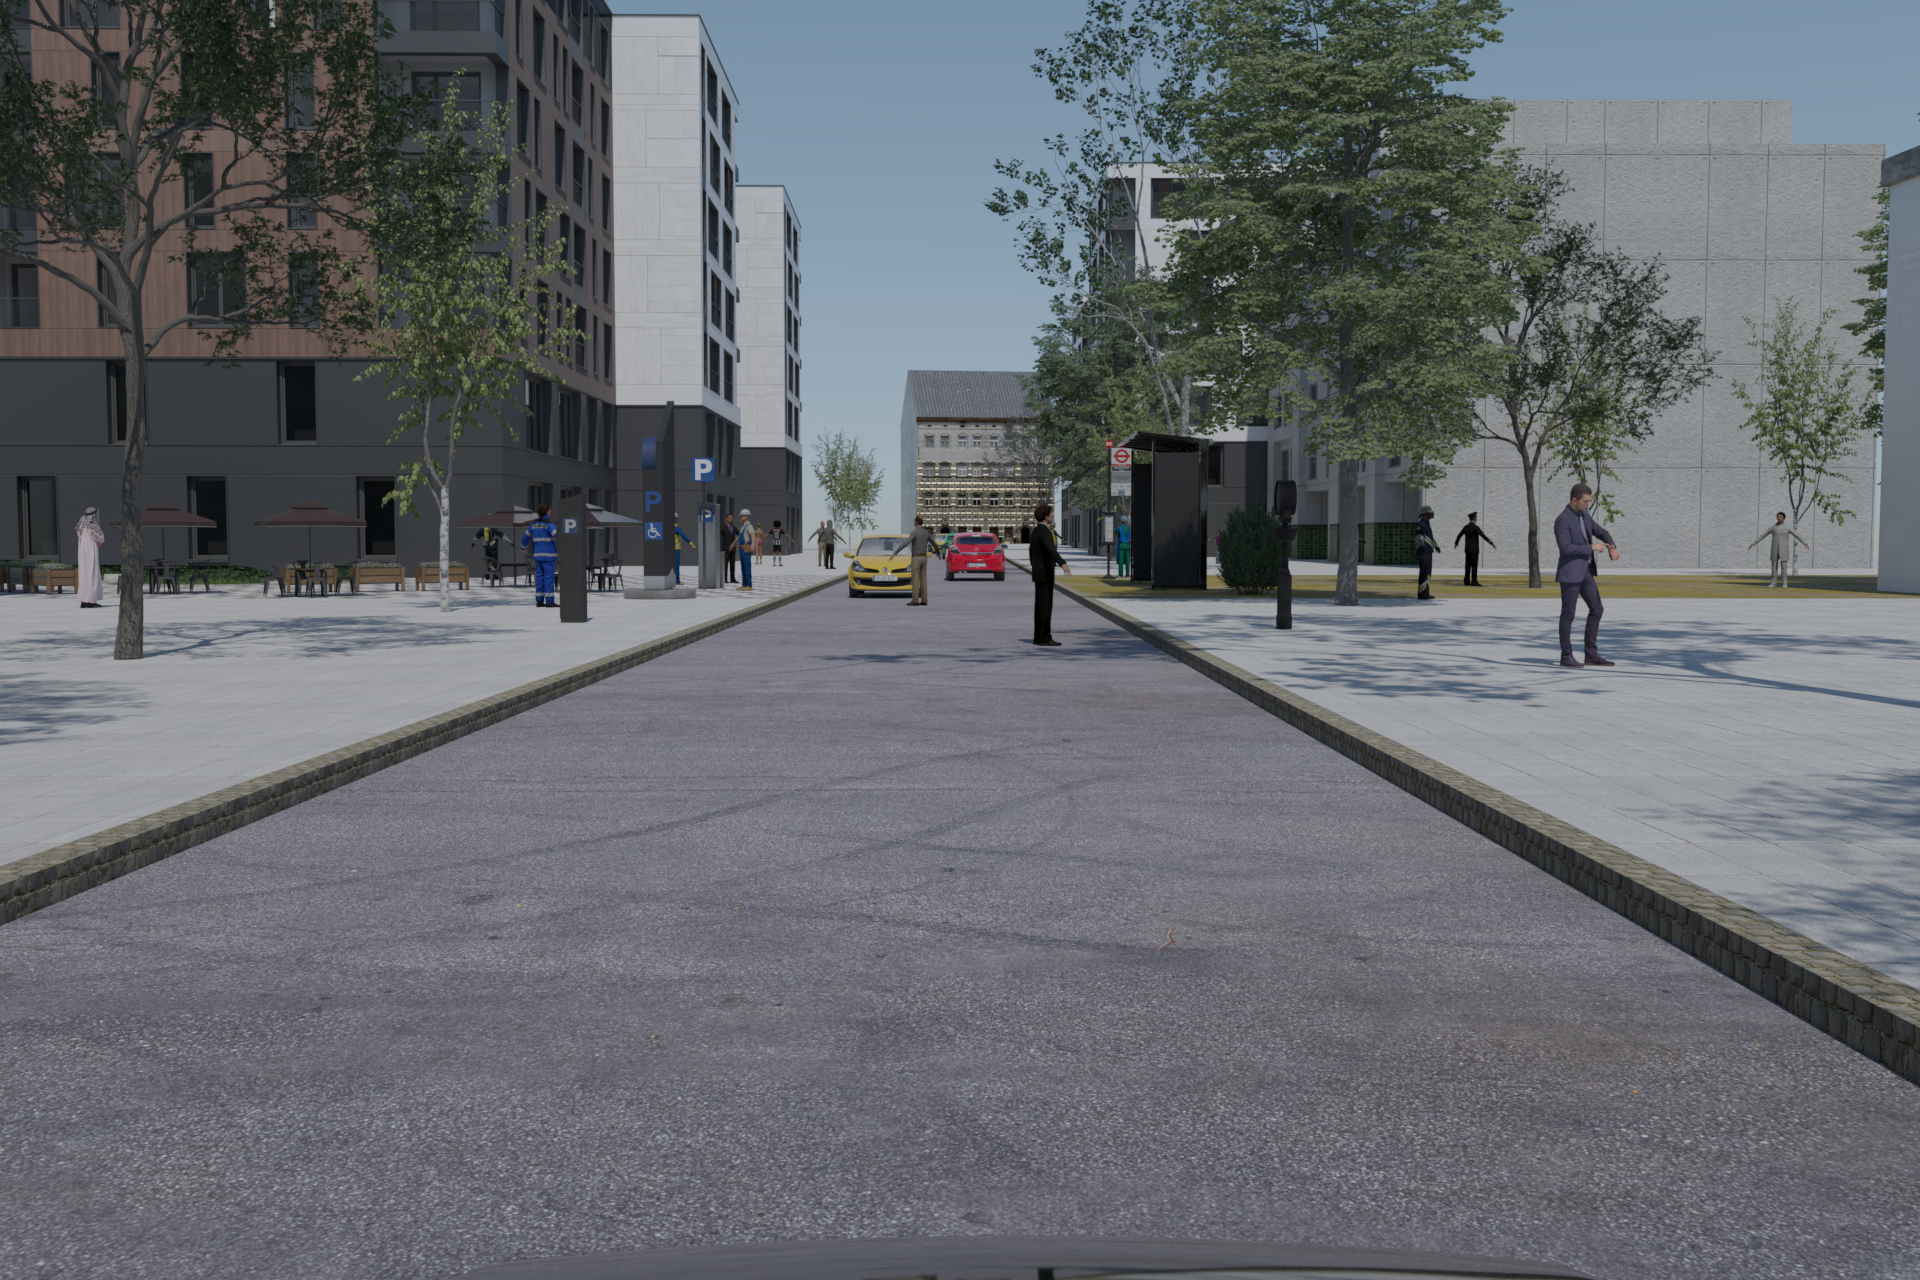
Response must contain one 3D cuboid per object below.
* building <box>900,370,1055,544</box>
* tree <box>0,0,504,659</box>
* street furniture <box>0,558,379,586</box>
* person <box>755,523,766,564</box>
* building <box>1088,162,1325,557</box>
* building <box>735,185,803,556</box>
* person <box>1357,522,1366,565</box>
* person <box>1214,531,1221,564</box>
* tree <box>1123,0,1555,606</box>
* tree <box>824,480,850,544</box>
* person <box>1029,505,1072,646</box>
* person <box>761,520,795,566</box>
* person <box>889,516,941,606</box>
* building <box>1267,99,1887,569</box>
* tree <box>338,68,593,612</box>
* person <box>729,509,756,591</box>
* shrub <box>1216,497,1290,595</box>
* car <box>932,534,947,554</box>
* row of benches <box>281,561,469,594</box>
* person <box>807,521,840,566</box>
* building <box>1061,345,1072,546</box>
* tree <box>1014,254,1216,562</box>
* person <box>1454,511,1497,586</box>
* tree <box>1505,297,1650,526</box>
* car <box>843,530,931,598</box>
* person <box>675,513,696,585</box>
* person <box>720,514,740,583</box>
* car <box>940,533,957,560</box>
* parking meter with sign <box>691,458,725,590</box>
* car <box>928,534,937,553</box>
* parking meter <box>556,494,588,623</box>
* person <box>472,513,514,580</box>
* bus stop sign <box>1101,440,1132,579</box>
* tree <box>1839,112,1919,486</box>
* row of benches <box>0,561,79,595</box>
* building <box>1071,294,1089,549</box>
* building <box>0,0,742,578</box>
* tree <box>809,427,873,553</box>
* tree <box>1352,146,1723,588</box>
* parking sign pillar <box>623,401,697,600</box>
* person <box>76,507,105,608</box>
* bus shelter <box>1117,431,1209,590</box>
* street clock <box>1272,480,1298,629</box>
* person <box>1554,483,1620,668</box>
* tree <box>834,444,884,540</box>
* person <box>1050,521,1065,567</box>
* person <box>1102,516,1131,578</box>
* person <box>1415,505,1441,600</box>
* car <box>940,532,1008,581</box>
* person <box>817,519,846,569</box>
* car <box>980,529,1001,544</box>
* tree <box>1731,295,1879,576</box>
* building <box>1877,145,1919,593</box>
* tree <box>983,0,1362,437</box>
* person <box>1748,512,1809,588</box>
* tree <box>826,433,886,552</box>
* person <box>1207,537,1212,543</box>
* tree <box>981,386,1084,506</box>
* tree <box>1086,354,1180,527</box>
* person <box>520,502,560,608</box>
[{"bbox_3d":[2.031,-24.361,231.688,18.063,23.208,19.493,0,4,-8],"label":"building"},{"bbox_3d":[-8.254,-5.091,17.659,7.601,10.594,8.767,-3,4,-39],"label":"tree"},{"bbox_3d":[-20.388,-1.842,45.744,10.072,0.657,5.734,1,4,15],"label":"street furniture"},{"bbox_3d":[-8.576,-4.059,73.175,0.721,1.733,1.217,2,4,34],"label":"person"},{"bbox_3d":[22.036,-16.371,111.637,27.936,21.610,32.646,0,3,0],"label":"building"},{"bbox_3d":[-24.200,-15.618,99.321,27.936,21.610,32.646,0,4,-1],"label":"building"},{"bbox_3d":[16.088,-3.969,70.664,1.354,1.858,0.705,-3,5,-44],"label":"person"},{"bbox_3d":[11.124,-3.978,74.312,0.599,1.433,0.991,0,4,-6],"label":"person"},{"bbox_3d":[6.824,-6.914,31.173,7.486,12.596,7.792,0,3,0],"label":"tree"},{"bbox_3d":[-15.619,-17.151,230.774,4.360,8.622,3.978,0,3,0],"label":"tree"},{"bbox_3d":[1.107,-0.833,22.269,0.705,1.806,1.347,-1,4,-16],"label":"person"},{"bbox_3d":[-7.254,-3.835,68.840,1.345,1.843,0.704,0,4,6],"label":"person"},{"bbox_3d":[-0.838,-1.584,34.630,1.348,1.796,0.705,-3,5,-43],"label":"person"},{"bbox_3d":[25.376,-13.017,79.282,16.747,18.905,31.486,0,4,0],"label":"building"},{"bbox_3d":[-8.374,-4.774,28.423,4.737,8.622,4.395,0,3,0],"label":"tree"},{"bbox_3d":[-4.879,-2.041,39.230,0.705,1.847,1.347,-2,4,-29],"label":"person"},{"bbox_3d":[6.234,-2.011,36.929,1.661,2.075,1.752,0,3,0],"label":"shrub"},{"bbox_3d":[-1.138,-7.056,125.582,2.015,1.641,3.980,0,4,0],"label":"car"},{"bbox_3d":[-12.921,-1.419,38.657,4.104,0.672,1.422,-2,4,-31],"label":"row of benches"},{"bbox_3d":[-5.439,-3.820,68.732,1.348,1.796,0.705,-2,4,-24],"label":"person"},{"bbox_3d":[25.678,-21.994,203.572,27.936,21.610,32.646,0,4,0],"label":"building"},{"bbox_3d":[7.377,-10.656,80.877,9.857,13.997,8.962,0,3,0],"label":"tree"},{"bbox_3d":[12.635,-2.246,42.662,0.705,1.837,1.347,-2,4,-30],"label":"person"},{"bbox_3d":[19.137,-6.275,52.954,4.737,8.622,4.395,0,3,0],"label":"tree"},{"bbox_3d":[-1.661,-1.834,40.213,2.015,1.641,3.980,0,3,0],"label":"car"},{"bbox_3d":[-7.191,-2.305,43.658,1.349,1.833,0.705,3,5,40],"label":"person"},{"bbox_3d":[-5.990,-2.376,45.073,1.346,1.802,0.704,-3,5,-42],"label":"person"},{"bbox_3d":[-0.139,-5.511,98.901,1.959,1.807,4.718,0,4,-1],"label":"car"},{"bbox_3d":[-5.847,-2.706,40.503,0.543,3.016,1.738,0,4,1],"label":"parking meter with sign"},{"bbox_3d":[-1.542,-7.389,130.604,2.009,1.686,4.222,0,3,0],"label":"car"},{"bbox_3d":[-5.623,-1.185,25.084,0.399,1.863,0.255,0,4,0],"label":"parking meter"},{"bbox_3d":[-13.104,-2.610,48.457,1.354,1.856,0.705,1,4,16],"label":"person"},{"bbox_3d":[4.430,-3.688,48.995,0.855,3.939,0.416,0,4,-1],"label":"bus stop sign"},{"bbox_3d":[26.040,-7.673,43.582,7.486,12.596,7.792,0,3,0],"label":"tree"},{"bbox_3d":[-20.468,-1.383,38.073,4.104,0.672,1.422,3,5,44],"label":"row of benches"},{"bbox_3d":[24.338,-19.585,164.181,27.936,21.610,32.646,0,4,0],"label":"building"},{"bbox_3d":[-24.118,-13.587,66.114,27.936,21.610,32.646,0,4,-1],"label":"building"},{"bbox_3d":[-8.380,-10.336,119.360,4.737,8.622,4.395,0,3,0],"label":"tree"},{"bbox_3d":[13.682,-6.528,41.150,8.767,10.594,7.601,0,4,0],"label":"tree"},{"bbox_3d":[-5.989,-2.814,34.476,1.447,3.967,1.447,0,4,1],"label":"parking sign pillar"},{"bbox_3d":[-15.065,-1.427,30.040,0.551,1.740,0.621,2,4,24],"label":"person"},{"bbox_3d":[4.958,-3.146,42.716,1.731,3.624,6.357,0,4,1],"label":"bus shelter"},{"bbox_3d":[4.378,-1.148,23.346,0.358,2.002,0.471,0,4,0],"label":"street clock"},{"bbox_3d":[6.052,-0.620,16.631,0.683,1.767,0.568,-3,5,-40],"label":"person"},{"bbox_3d":[-7.939,-11.544,139.104,4.737,8.622,4.395,0,3,0],"label":"tree"},{"bbox_3d":[3.732,-3.759,67.918,0.721,1.772,1.216,-2,4,-32],"label":"person"},{"bbox_3d":[4.793,-2.735,50.844,1.347,1.817,0.704,-2,4,-27],"label":"person"},{"bbox_3d":[9.147,-1.717,33.938,0.704,1.845,1.351,2,4,29],"label":"person"},{"bbox_3d":[0.455,-2.768,54.289,2.155,1.783,4.494,0,4,-1],"label":"car"},{"bbox_3d":[-4.736,-3.493,63.233,1.348,1.813,0.705,3,4,36],"label":"person"},{"bbox_3d":[0.887,-4.264,79.500,2.009,1.686,4.222,0,4,-1],"label":"car"},{"bbox_3d":[25.707,-6.277,52.986,4.737,8.622,4.395,0,3,0],"label":"tree"},{"bbox_3d":[25.291,-5.075,25.129,9.099,9.664,28.070,0,4,0],"label":"building"},{"bbox_3d":[6.958,-12.401,58.637,12.611,20.169,13.585,0,3,0],"label":"tree"},{"bbox_3d":[19.407,-2.130,41.019,1.347,1.806,0.705,3,5,40],"label":"person"},{"bbox_3d":[-7.835,-10.750,126.131,4.737,8.622,4.395,0,3,0],"label":"tree"},{"bbox_3d":[9.940,-4.000,72.121,1.216,1.740,0.721,-2,4,-27],"label":"person"},{"bbox_3d":[6.820,-14.060,140.243,12.009,13.543,11.850,0,3,0],"label":"tree"},{"bbox_3d":[7.059,-7.414,71.581,4.737,8.622,4.395,0,3,0],"label":"tree"},{"bbox_3d":[-7.227,-1.485,30.253,1.345,1.831,0.704,2,4,31],"label":"person"}]
